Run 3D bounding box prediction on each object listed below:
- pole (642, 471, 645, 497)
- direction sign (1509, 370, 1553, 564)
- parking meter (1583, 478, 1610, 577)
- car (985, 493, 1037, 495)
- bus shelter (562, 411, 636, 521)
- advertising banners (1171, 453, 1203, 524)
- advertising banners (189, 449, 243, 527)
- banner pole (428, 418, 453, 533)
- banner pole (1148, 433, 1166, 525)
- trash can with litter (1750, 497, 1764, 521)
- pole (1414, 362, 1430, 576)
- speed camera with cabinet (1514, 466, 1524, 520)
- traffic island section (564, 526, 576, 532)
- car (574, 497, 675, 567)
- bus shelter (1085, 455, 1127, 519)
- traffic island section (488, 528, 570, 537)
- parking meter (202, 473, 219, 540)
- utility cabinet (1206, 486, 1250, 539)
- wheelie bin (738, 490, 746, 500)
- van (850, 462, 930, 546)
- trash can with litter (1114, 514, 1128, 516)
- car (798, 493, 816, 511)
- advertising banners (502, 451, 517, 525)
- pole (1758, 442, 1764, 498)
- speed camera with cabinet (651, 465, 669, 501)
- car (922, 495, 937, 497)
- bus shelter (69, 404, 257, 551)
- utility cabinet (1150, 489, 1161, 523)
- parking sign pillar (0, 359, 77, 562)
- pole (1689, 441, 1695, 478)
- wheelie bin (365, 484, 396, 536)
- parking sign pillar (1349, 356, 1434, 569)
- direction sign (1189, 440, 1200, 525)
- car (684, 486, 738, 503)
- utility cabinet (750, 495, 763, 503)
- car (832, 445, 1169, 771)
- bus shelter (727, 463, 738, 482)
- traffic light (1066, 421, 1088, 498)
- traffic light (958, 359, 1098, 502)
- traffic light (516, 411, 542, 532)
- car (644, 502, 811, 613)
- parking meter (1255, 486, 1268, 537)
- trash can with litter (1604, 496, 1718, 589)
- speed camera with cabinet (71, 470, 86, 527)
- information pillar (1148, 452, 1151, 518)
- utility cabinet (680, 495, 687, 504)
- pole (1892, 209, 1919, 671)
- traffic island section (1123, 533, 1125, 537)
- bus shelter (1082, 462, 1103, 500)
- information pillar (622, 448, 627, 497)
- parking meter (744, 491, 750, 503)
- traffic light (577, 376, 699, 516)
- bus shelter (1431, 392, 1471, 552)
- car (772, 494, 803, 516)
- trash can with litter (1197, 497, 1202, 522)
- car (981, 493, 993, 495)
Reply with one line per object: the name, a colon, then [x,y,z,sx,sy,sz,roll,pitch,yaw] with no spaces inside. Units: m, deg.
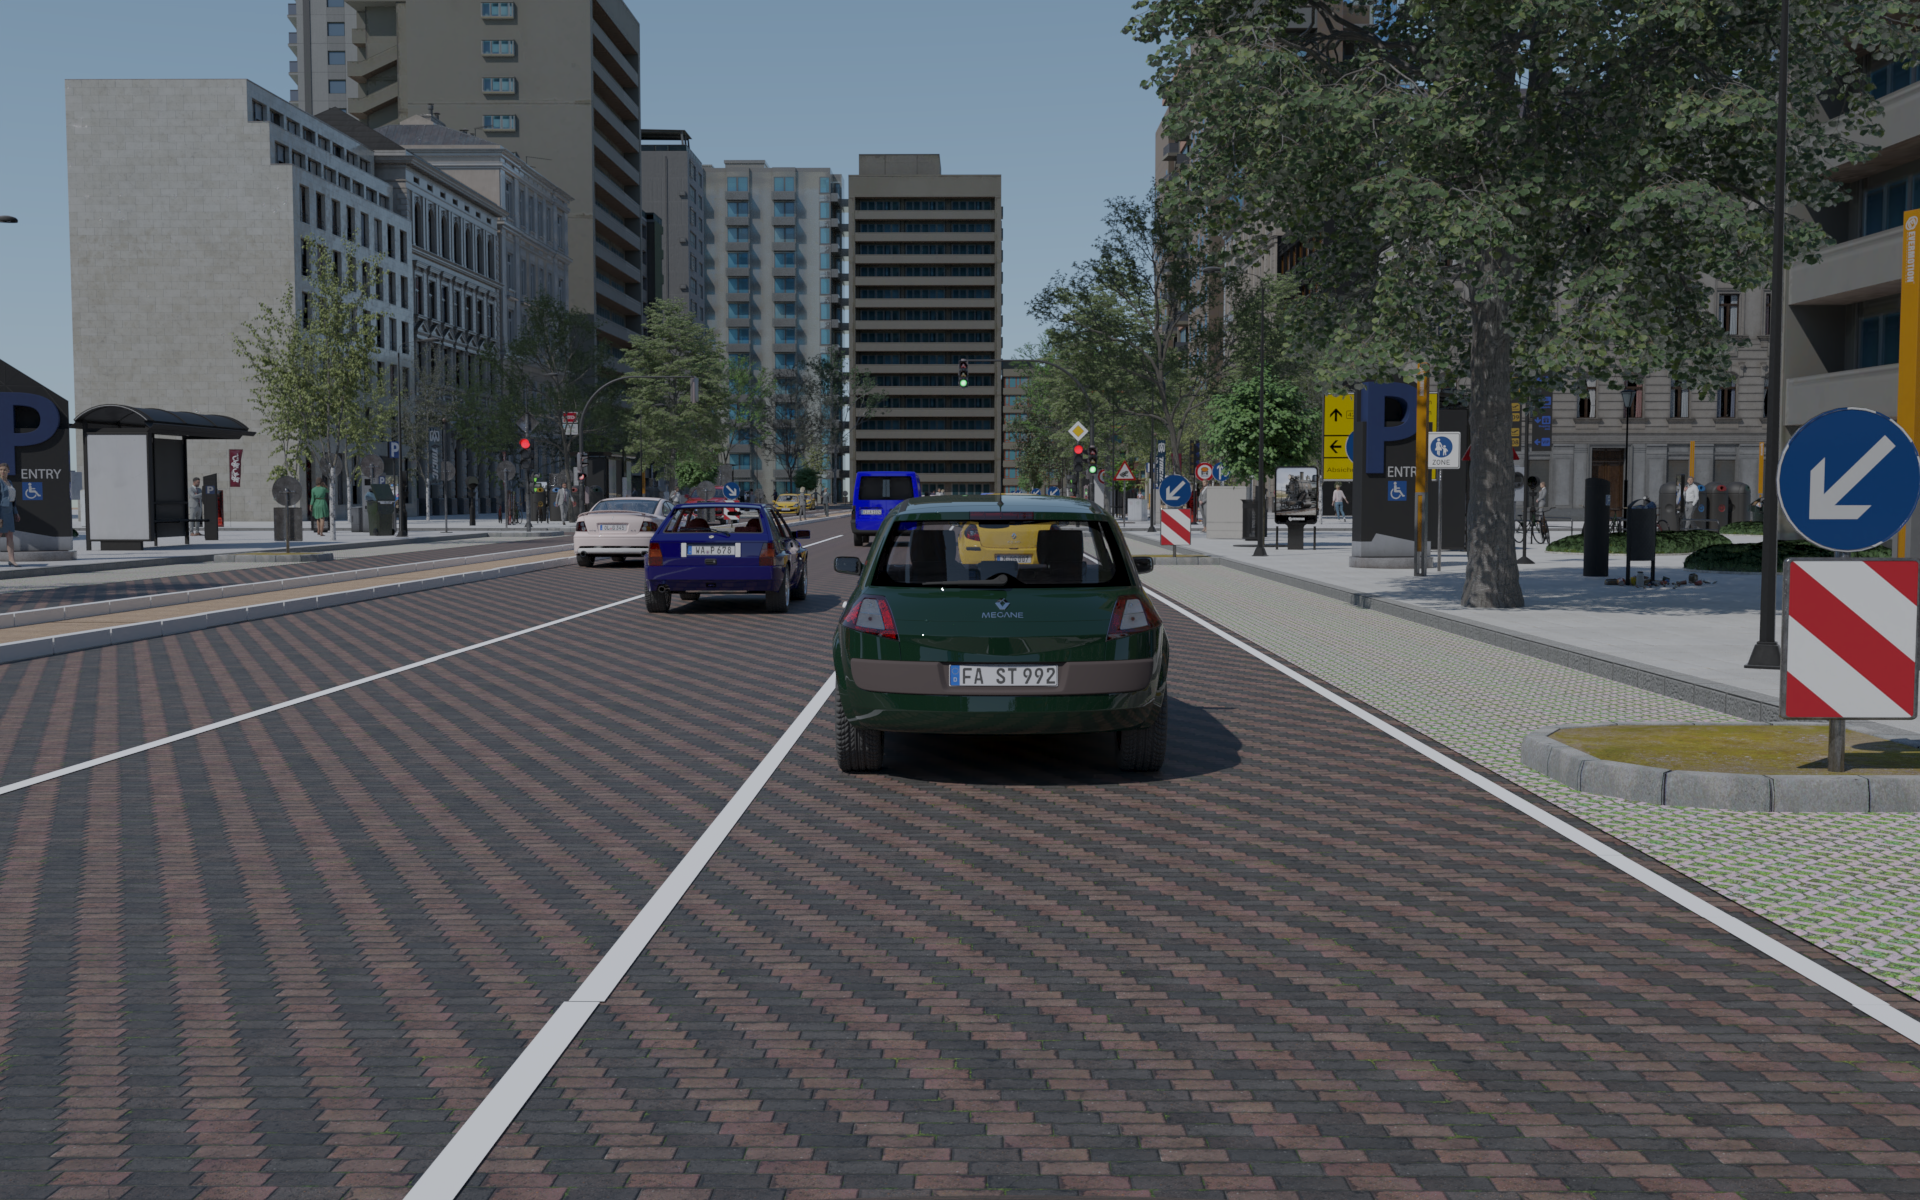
pole: [-19.964,-7.063,109.327,0.158,3.312,0.155,0,3,0]
direction sign: [10.384,-2.433,31.771,0.876,3.537,0.379,1,4,23]
parking meter: [9.923,-1.136,26.989,0.372,1.533,0.369,0,3,0]
car: [0.822,-1.116,28.473,2.015,1.641,3.980,0,4,0]
bus shelter: [-18.191,-6.680,86.843,2.179,5.291,8.768,0,4,1]
advertising banners: [9.942,-4.767,74.133,2.074,3.025,0.090,-1,4,-19]
advertising banners: [-28.840,-4.337,67.100,2.074,3.025,0.090,-1,4,-12]
banner pole: [-17.127,-4.096,56.984,0.401,3.779,0.863,3,4,38]
banner pole: [8.124,-4.939,70.772,0.401,3.779,0.863,-2,4,-35]
trash can with litter: [30.127,-3.332,65.859,0.624,1.170,1.055,-2,4,-30]
pole: [7.193,-2.026,26.965,0.158,3.312,0.155,0,3,0]
speed camera with cabinet: [17.248,-3.775,56.050,2.038,3.252,0.660,-1,4,-8]
traffic island section: [-14.588,-2.725,66.829,2.009,0.180,2.903,0,4,1]
car: [-6.575,-1.419,35.565,2.083,1.381,4.827,0,4,2]
bus shelter: [7.762,-5.955,91.283,2.014,3.302,5.546,0,4,1]
traffic island section: [-14.671,-2.236,58.844,2.009,0.180,2.903,0,4,1]
parking meter: [-20.785,-2.586,47.991,0.399,1.863,0.255,-2,4,-25]
utility cabinet: [7.600,-2.472,49.095,1.173,1.500,0.318,2,4,28]
wheelie bin: [-17.810,-8.145,141.073,0.980,1.594,0.693,0,4,0]
van: [-1.993,-2.740,49.188,2.240,2.365,5.245,0,3,0]
trash can with litter: [9.650,-5.585,102.380,1.678,1.210,2.233,-1,4,-22]
car: [-13.586,-8.593,150.713,2.015,1.641,3.980,0,4,1]
advertising banners: [-18.584,-4.600,71.397,0.090,3.025,2.074,0,4,-1]
pole: [31.496,-4.544,68.139,0.158,3.312,0.155,0,3,0]
speed camera with cabinet: [-20.479,-7.558,117.906,0.660,3.252,2.038,-2,4,-35]
car: [-1.752,-5.611,104.096,2.083,1.381,4.827,0,4,2]
bus shelter: [-19.052,-2.921,41.690,2.014,3.302,5.546,0,4,1]
utility cabinet: [8.521,-4.084,75.450,0.318,1.500,1.173,0,4,-2]
parking sign pillar: [-17.877,-2.746,33.362,1.447,3.967,1.447,-1,4,-23]
pole: [28.149,-4.453,66.655,0.158,3.312,0.155,0,3,0]
wheelie bin: [-17.828,-2.770,53.193,0.693,1.594,0.980,3,5,39]
parking sign pillar: [7.557,-2.555,30.252,1.447,3.967,1.447,-1,4,-10]
direction sign: [9.854,-4.943,72.815,0.379,3.537,0.876,2,4,34]
car: [-11.535,-4.390,80.444,2.281,1.827,5.304,0,4,2]
utility cabinet: [-16.715,-8.031,142.471,1.020,1.237,0.306,0,4,3]
car: [0.210,-0.034,10.339,2.009,1.686,4.222,0,3,0]
bus shelter: [-18.673,-8.848,135.944,1.731,3.624,6.357,0,4,0]
traffic light: [4.512,-4.746,66.514,0.839,4.253,0.868,0,4,1]
traffic light: [2.337,-5.122,58.409,4.771,5.953,1.251,0,4,1]
traffic light: [-14.631,-4.268,58.709,0.839,4.253,0.868,0,4,1]
car: [-2.937,-0.593,22.284,1.945,1.354,3.894,0,3,0]
parking meter: [8.996,-2.649,51.720,0.372,1.533,0.369,0,3,0]
trash can with litter: [9.988,-0.821,24.478,2.233,1.210,1.678,-2,4,-28]
speed camera with cabinet: [-34.078,-4.469,67.404,2.038,3.252,0.660,1,4,18]
information pillar: [10.244,-6.227,93.163,0.183,3.616,0.504,1,4,11]
utility cabinet: [-19.170,-6.606,119.175,0.306,1.237,1.020,2,4,26]
pole: [6.895,-1.143,12.534,0.158,3.312,0.155,0,3,0]
traffic island section: [4.470,-2.224,58.643,2.009,0.180,2.903,0,4,1]
bus shelter: [8.428,-7.498,113.878,1.731,3.624,6.357,0,4,1]
information pillar: [-16.793,-5.831,86.696,0.183,3.616,0.504,0,4,5]
parking meter: [-15.539,-7.212,126.332,0.372,1.533,0.369,0,3,0]
traffic light: [-12.456,-5.629,66.707,4.771,5.953,1.251,0,4,1]
bus shelter: [10.692,-3.068,41.445,1.731,3.624,6.357,0,4,1]
car: [-11.172,-6.283,112.950,2.015,1.641,3.980,0,3,0]
trash can with litter: [10.528,-4.223,80.101,2.233,1.210,1.678,3,5,44]
car: [2.212,-7.844,137.840,1.945,1.707,3.694,0,4,1]
